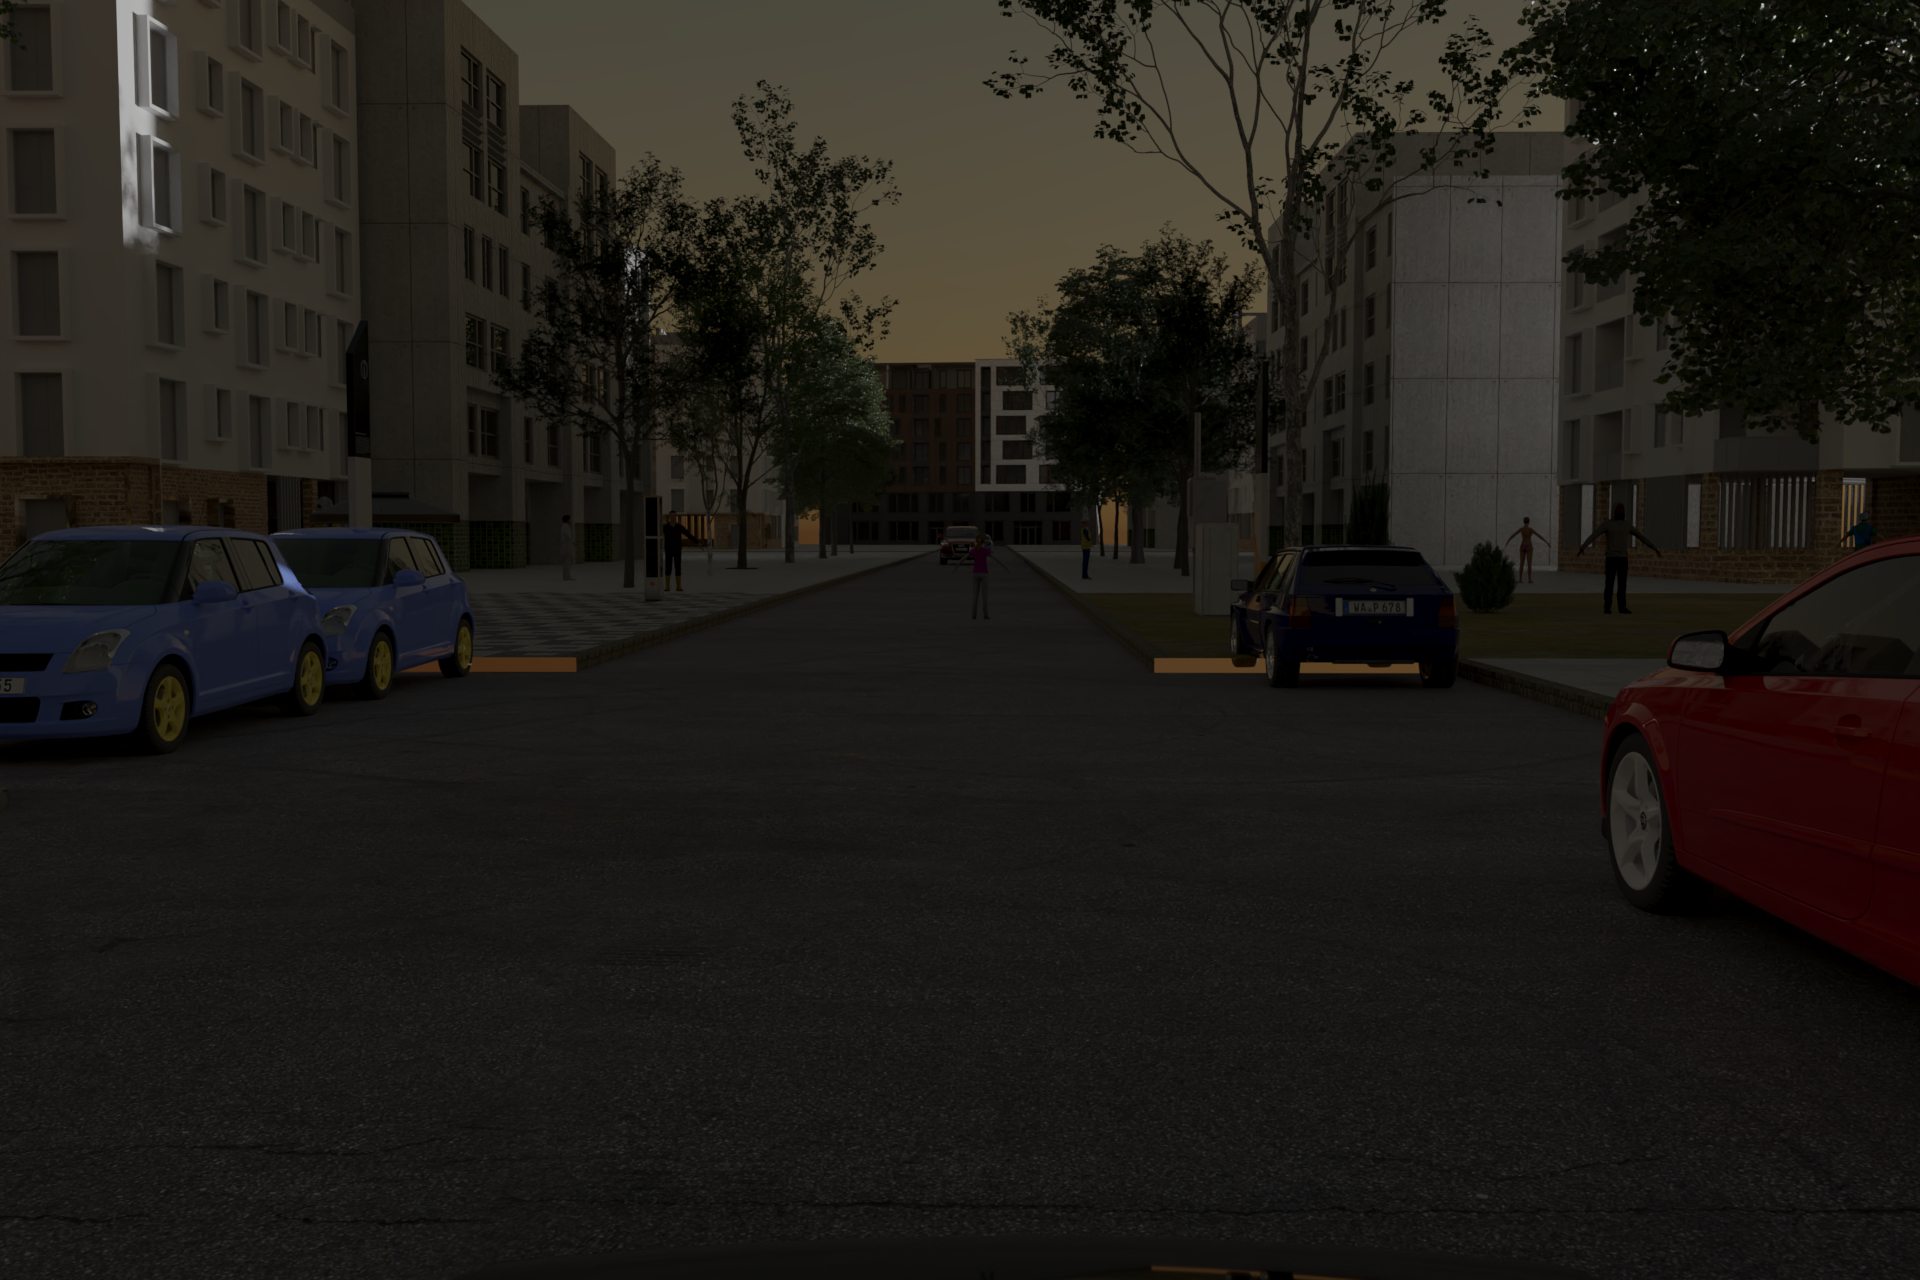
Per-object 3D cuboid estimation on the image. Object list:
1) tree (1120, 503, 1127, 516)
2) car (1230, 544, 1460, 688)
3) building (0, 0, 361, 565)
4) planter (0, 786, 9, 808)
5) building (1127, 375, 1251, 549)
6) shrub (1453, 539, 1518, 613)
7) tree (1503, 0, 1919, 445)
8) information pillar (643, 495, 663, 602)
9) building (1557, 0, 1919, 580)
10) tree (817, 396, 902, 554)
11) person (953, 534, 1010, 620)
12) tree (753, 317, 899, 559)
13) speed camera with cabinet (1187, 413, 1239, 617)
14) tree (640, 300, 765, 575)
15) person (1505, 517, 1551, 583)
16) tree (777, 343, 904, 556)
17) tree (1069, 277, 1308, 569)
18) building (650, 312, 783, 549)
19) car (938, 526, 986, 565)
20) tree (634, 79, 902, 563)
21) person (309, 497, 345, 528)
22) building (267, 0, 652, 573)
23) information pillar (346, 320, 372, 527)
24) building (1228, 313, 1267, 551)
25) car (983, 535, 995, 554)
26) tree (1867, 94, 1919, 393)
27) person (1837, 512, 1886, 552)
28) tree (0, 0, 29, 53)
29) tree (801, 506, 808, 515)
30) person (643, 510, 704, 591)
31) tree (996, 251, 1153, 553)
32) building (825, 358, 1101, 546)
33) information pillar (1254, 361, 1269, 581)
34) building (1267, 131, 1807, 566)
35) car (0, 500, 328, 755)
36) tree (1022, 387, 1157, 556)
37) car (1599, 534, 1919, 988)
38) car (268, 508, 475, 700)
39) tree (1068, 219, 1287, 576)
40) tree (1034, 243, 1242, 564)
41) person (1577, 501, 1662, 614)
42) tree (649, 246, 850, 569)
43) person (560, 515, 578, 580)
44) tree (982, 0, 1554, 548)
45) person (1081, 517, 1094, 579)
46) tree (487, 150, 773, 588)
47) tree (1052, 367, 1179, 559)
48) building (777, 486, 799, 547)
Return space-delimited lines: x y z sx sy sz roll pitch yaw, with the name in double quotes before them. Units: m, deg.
"tree" 23.037 -16.909 210.869 7.601 10.594 8.767 0 4 3
"car" 3.778 -0.301 17.501 1.945 1.354 3.894 0 4 1
"building" -24.395 -11.373 42.361 16.016 20.090 11.380 0 4 2
"planter" -6.008 0.764 8.643 1.991 0.319 1.994 0 4 1
"building" 25.612 -18.277 165.288 16.747 18.905 31.486 0 4 1
"shrub" 8.530 -1.038 28.095 1.383 1.207 1.383 0 3 0
"tree" 9.850 -6.686 15.973 9.857 13.997 8.962 0 3 0
"information pillar" -5.843 -1.745 33.026 0.304 2.012 0.304 0 4 3
"building" 25.302 -12.239 56.531 16.016 20.090 11.380 0 4 1
"tree" -7.313 -10.860 111.981 7.601 10.594 8.767 -2 4 -32
"person" 0.354 -1.062 29.080 0.991 1.433 0.599 1 4 12
"tree" -7.058 -10.523 90.180 7.486 12.596 7.792 0 3 0
"speed camera with cabinet" 4.044 -2.036 27.629 0.660 3.252 2.038 0 4 1
"tree" -7.719 -6.327 53.802 4.360 8.622 3.978 0 3 0
"person" 14.840 -2.355 45.309 1.217 1.733 0.721 3 4 39
"tree" -7.032 -11.230 101.735 7.486 12.596 7.792 0 3 0
"tree" 8.084 -7.870 63.086 8.767 10.594 7.601 -1 4 -18
"building" -21.773 -17.840 148.111 16.016 20.090 11.380 0 4 2
"car" 0.094 -4.479 81.910 2.281 1.827 5.304 0 4 1
"tree" -8.560 -13.419 75.287 12.611 20.169 13.585 0 3 0
"person" -9.814 -1.283 26.753 0.705 1.858 1.354 2 4 30
"building" -24.439 -12.569 71.968 16.747 18.905 31.486 0 4 2
"information pillar" -6.510 -1.679 18.809 0.183 3.616 0.504 0 4 1
"building" 27.755 -17.640 144.838 16.016 20.090 11.380 0 4 1
"car" 1.256 -6.021 110.444 2.014 1.417 4.499 0 4 0
"tree" 16.827 -4.793 28.721 4.737 8.622 4.395 0 3 0
"person" 22.284 -2.238 42.715 0.704 1.817 1.347 -3 5 -39
"tree" -11.999 -5.467 15.136 9.928 11.665 9.643 0 3 0
"tree" -21.192 -16.774 208.669 7.601 10.594 8.767 0 4 0
"person" -6.426 -1.998 38.803 1.346 1.812 0.704 -1 4 -13
"tree" 8.564 -16.026 117.918 12.611 20.169 13.585 0 3 0
"building" 1.001 -22.532 214.832 32.646 21.610 27.936 0 4 6
"information pillar" 4.135 -1.982 23.759 0.183 3.616 0.504 0 4 -1
"building" 25.913 -13.359 84.870 16.747 18.905 31.486 0 4 1
"car" -5.955 -0.170 12.375 1.945 1.707 3.694 0 4 1
"tree" 8.064 -10.087 99.332 8.767 10.594 7.601 -1 4 -23
"car" 3.428 0.230 5.284 2.155 1.783 4.494 0 4 1
"car" -5.811 -0.398 16.103 1.945 1.707 3.694 0 4 1
"tree" 6.578 -7.218 52.431 7.601 10.594 8.767 -2 4 -31
"tree" 7.633 -10.284 74.805 9.857 13.997 8.962 0 3 0
"person" 10.599 -1.333 27.918 1.348 1.813 0.705 0 3 0
"tree" -7.889 -8.388 62.905 9.928 11.665 9.643 0 3 0
"person" -10.864 -2.558 48.012 0.705 1.806 1.347 -2 4 -25
"tree" 6.376 -11.098 37.342 12.611 20.169 13.585 0 3 0
"person" 3.646 -2.604 49.047 0.721 1.772 1.216 0 4 -3
"tree" -7.688 -6.546 41.436 8.767 10.594 7.601 3 5 42
"tree" 8.238 -9.396 88.035 7.601 10.594 8.767 -2 4 -27
"building" -21.429 -14.732 183.016 9.099 9.664 28.070 0 4 0
